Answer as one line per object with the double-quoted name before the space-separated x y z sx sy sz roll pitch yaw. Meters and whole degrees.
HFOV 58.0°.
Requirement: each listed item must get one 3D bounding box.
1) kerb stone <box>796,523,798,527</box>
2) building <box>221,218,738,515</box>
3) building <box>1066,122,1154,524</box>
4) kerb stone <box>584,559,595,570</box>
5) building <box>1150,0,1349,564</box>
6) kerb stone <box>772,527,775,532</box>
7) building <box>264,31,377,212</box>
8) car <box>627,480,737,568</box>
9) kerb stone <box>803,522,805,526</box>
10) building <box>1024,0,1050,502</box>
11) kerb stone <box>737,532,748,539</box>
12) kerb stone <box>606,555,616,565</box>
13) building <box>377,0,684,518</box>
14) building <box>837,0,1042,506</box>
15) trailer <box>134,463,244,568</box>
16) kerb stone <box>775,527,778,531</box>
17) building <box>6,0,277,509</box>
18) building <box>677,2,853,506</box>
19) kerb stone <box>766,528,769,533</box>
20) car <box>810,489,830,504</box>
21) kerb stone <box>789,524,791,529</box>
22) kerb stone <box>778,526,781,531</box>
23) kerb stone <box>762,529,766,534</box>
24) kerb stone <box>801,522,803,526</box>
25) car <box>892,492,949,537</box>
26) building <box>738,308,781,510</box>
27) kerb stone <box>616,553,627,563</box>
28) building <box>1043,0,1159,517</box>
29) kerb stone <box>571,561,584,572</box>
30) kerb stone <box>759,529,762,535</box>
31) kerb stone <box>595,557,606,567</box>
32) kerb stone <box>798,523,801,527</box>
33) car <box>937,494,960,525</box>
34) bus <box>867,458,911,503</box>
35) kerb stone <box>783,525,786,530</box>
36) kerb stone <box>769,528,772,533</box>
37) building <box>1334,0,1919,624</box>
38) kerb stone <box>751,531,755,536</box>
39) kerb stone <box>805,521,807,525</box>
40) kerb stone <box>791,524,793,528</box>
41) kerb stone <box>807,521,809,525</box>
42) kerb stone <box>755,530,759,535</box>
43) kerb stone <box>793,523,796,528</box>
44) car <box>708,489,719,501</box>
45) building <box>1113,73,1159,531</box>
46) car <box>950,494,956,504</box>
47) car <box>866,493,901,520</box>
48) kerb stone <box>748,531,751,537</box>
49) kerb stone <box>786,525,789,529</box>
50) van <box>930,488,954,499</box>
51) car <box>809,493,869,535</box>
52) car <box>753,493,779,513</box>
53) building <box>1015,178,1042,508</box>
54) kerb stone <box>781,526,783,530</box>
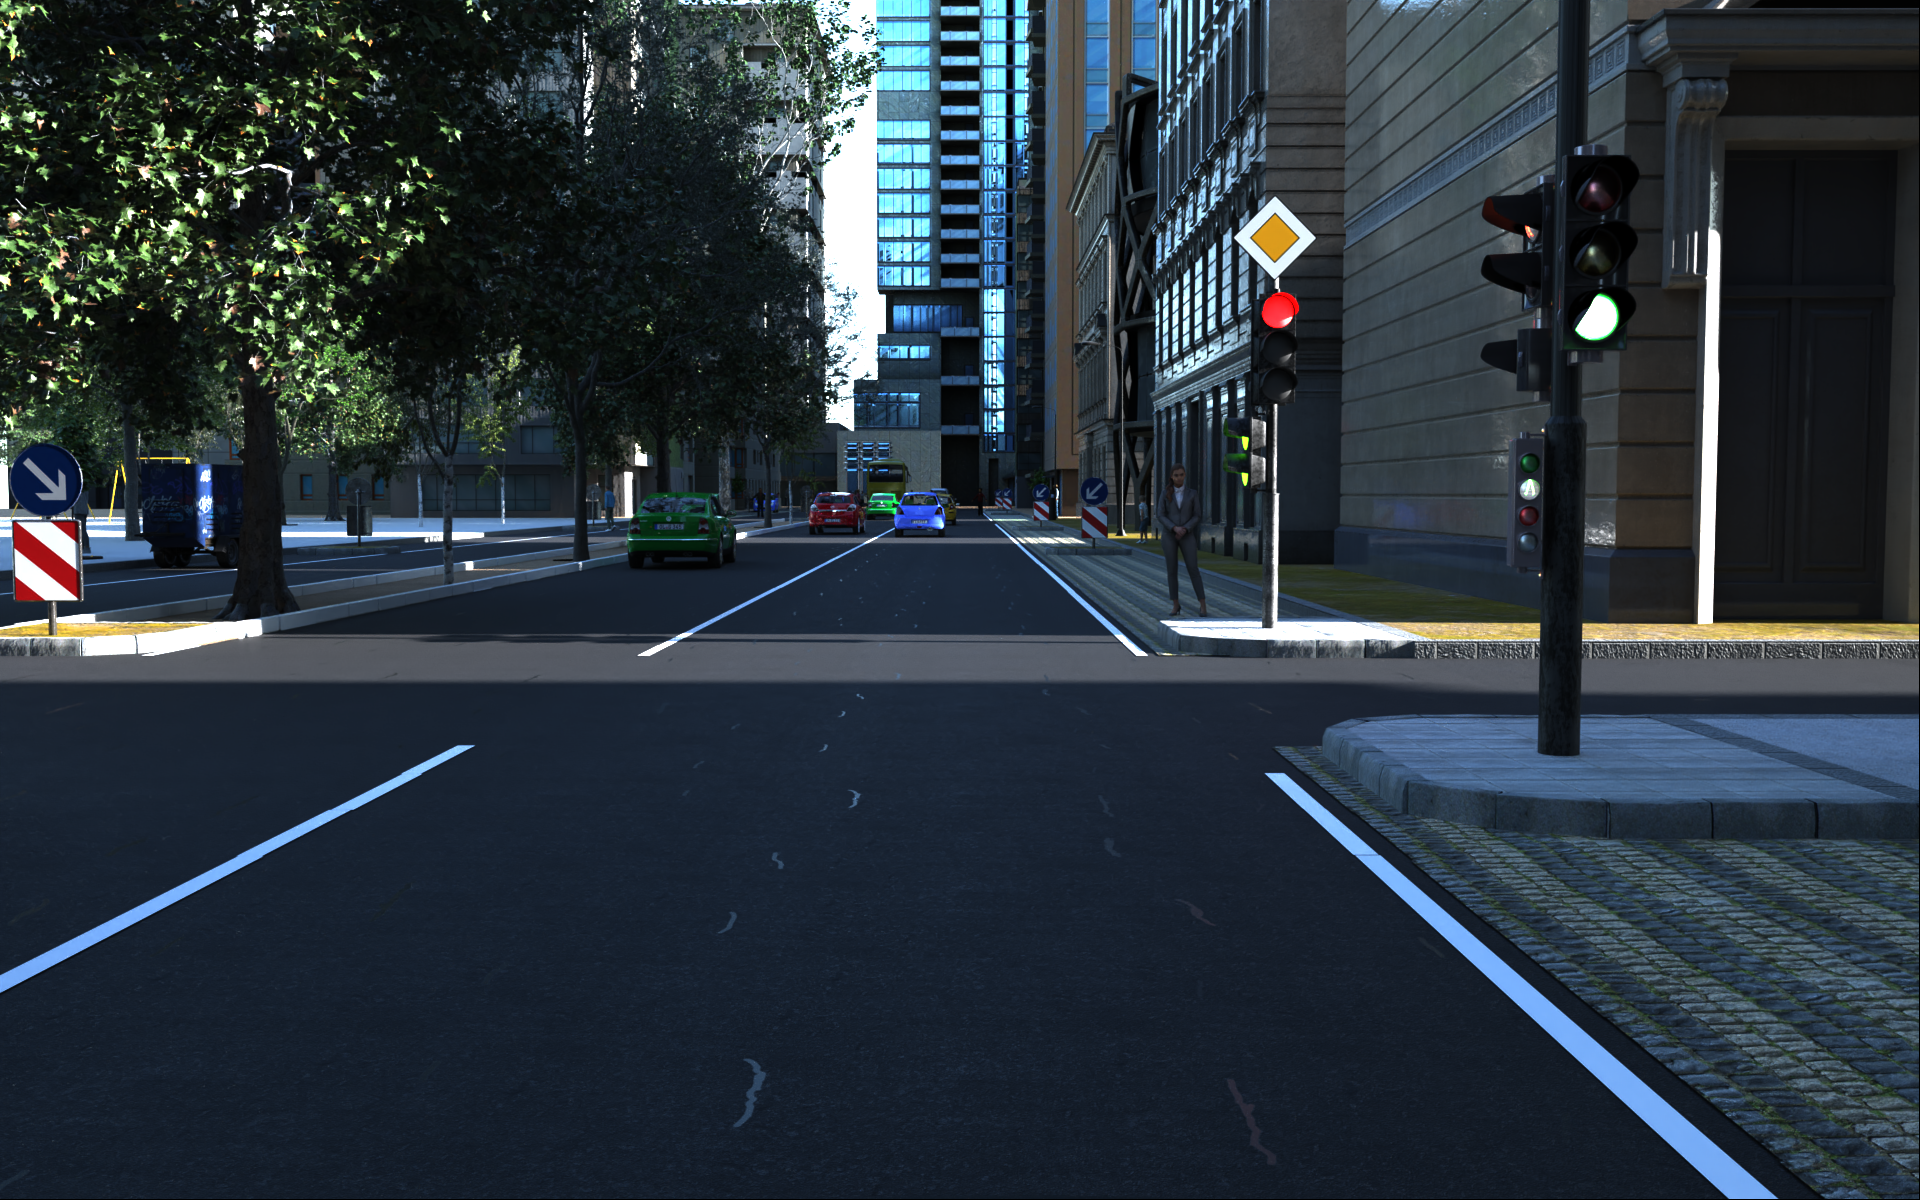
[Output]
"kerb stone" -7.133 -3.168 74.074 0.120 0.150 1.000 0 3 0
"building" -31.475 -16.859 120.691 27.650 21.520 28.899 0 3 0
"building" 10.824 -13.287 81.874 10.561 19.102 19.286 0 3 0
"kerb stone" -7.174 -0.659 33.033 0.120 0.150 1.000 0 3 0
"building" 10.130 -11.662 39.818 9.793 20.994 18.267 0 3 0
"kerb stone" -7.142 -2.603 64.859 0.120 0.150 1.000 0 3 0
"building" -54.180 -31.216 160.491 14.200 45.320 14.600 0 3 0
"car" -5.549 -1.596 34.890 1.959 1.807 4.718 0 4 -1
"kerb stone" -7.125 -3.362 77.161 0.120 0.150 1.000 0 3 0
"building" 16.478 -29.609 138.725 22.147 44.769 28.867 0 3 0
"kerb stone" -7.155 -2.108 56.656 0.120 0.150 1.000 0 3 0
"kerb stone" -7.173 -0.786 35.086 0.120 0.150 1.000 0 3 0
"building" -24.053 -25.384 98.629 14.154 41.232 14.086 0 3 0
"building" 3.022 -53.342 184.811 31.000 86.520 22.319 0 3 0
"trailer" -14.774 -1.591 33.054 1.471 1.999 3.904 0 4 1
"kerb stone" -7.139 -2.672 65.890 0.120 0.150 1.000 0 3 0
"building" -71.588 -43.959 156.985 20.611 71.187 20.563 0 3 0
"building" -26.222 -36.654 188.537 27.495 52.752 28.713 0 3 0
"kerb stone" -7.145 -2.484 62.808 0.120 0.150 1.000 0 3 0
"car" -5.591 -4.029 75.459 1.945 1.707 3.694 0 4 0
"kerb stone" -7.138 -2.979 71.007 0.120 0.150 1.000 0 3 0
"kerb stone" -7.135 -2.735 66.914 0.120 0.150 1.000 0 3 0
"kerb stone" -7.139 -2.421 61.779 0.120 0.150 1.000 0 3 0
"kerb stone" -7.139 -3.299 76.134 0.120 0.150 1.000 0 3 0
"car" -1.344 -3.016 58.908 1.945 1.707 3.694 0 4 0
"building" -31.832 -18.882 153.762 28.899 21.520 27.650 0 3 0
"kerb stone" -7.167 -0.852 36.129 0.120 0.150 1.000 0 3 0
"building" 13.435 -28.569 117.218 14.600 45.320 14.200 0 3 0
"kerb stone" -7.175 -0.600 32.009 0.120 0.150 1.000 0 3 0
"kerb stone" -7.143 -2.354 60.748 0.120 0.150 1.000 0 3 0
"kerb stone" -7.179 -0.726 34.064 0.120 0.150 1.000 0 3 0
"kerb stone" -7.128 -3.236 75.109 0.120 0.150 1.000 0 3 0
"car" -1.019 -4.315 80.768 2.015 1.641 3.980 0 4 0
"bus" -4.893 -7.804 119.136 2.896 3.916 12.252 0 4 -1
"kerb stone" -7.147 -2.857 68.959 0.120 0.150 1.000 0 3 0
"kerb stone" -7.147 -2.541 63.831 0.120 0.150 1.000 0 3 0
"building" 16.154 -14.470 22.482 20.117 28.700 13.634 0 3 0
"kerb stone" -7.153 -2.233 58.702 0.120 0.150 1.000 0 3 0
"kerb stone" -7.136 -3.425 78.189 0.120 0.150 1.000 0 3 0
"kerb stone" -7.144 -3.045 72.029 0.120 0.150 1.000 0 3 0
"kerb stone" -7.130 -3.480 79.214 0.120 0.150 1.000 0 3 0
"kerb stone" -7.146 -2.295 59.725 0.120 0.150 1.000 0 3 0
"kerb stone" -7.135 -3.110 73.051 0.120 0.150 1.000 0 3 0
"car" -11.329 -4.158 76.787 1.959 1.807 4.718 0 4 0
"building" 13.994 -11.986 63.431 16.820 18.784 16.811 0 3 0
"car" -1.331 -9.407 164.022 2.015 1.641 3.980 0 4 0
"car" -4.197 -5.355 96.347 1.959 1.807 4.718 0 4 2
"kerb stone" -7.150 -2.170 57.680 0.120 0.150 1.000 0 3 0
"kerb stone" -7.138 -2.923 69.981 0.120 0.150 1.000 0 3 0
"van" -1.475 -7.293 126.251 2.013 2.044 4.112 0 4 2
"car" -4.426 -3.289 62.817 2.155 1.783 4.494 0 4 1
"car" -14.743 -7.467 131.671 1.945 1.707 3.694 0 4 -1
"building" 12.097 -23.787 160.613 14.160 30.474 14.107 0 3 0
"kerb stone" -7.144 -2.798 67.936 0.120 0.150 1.000 0 3 0
